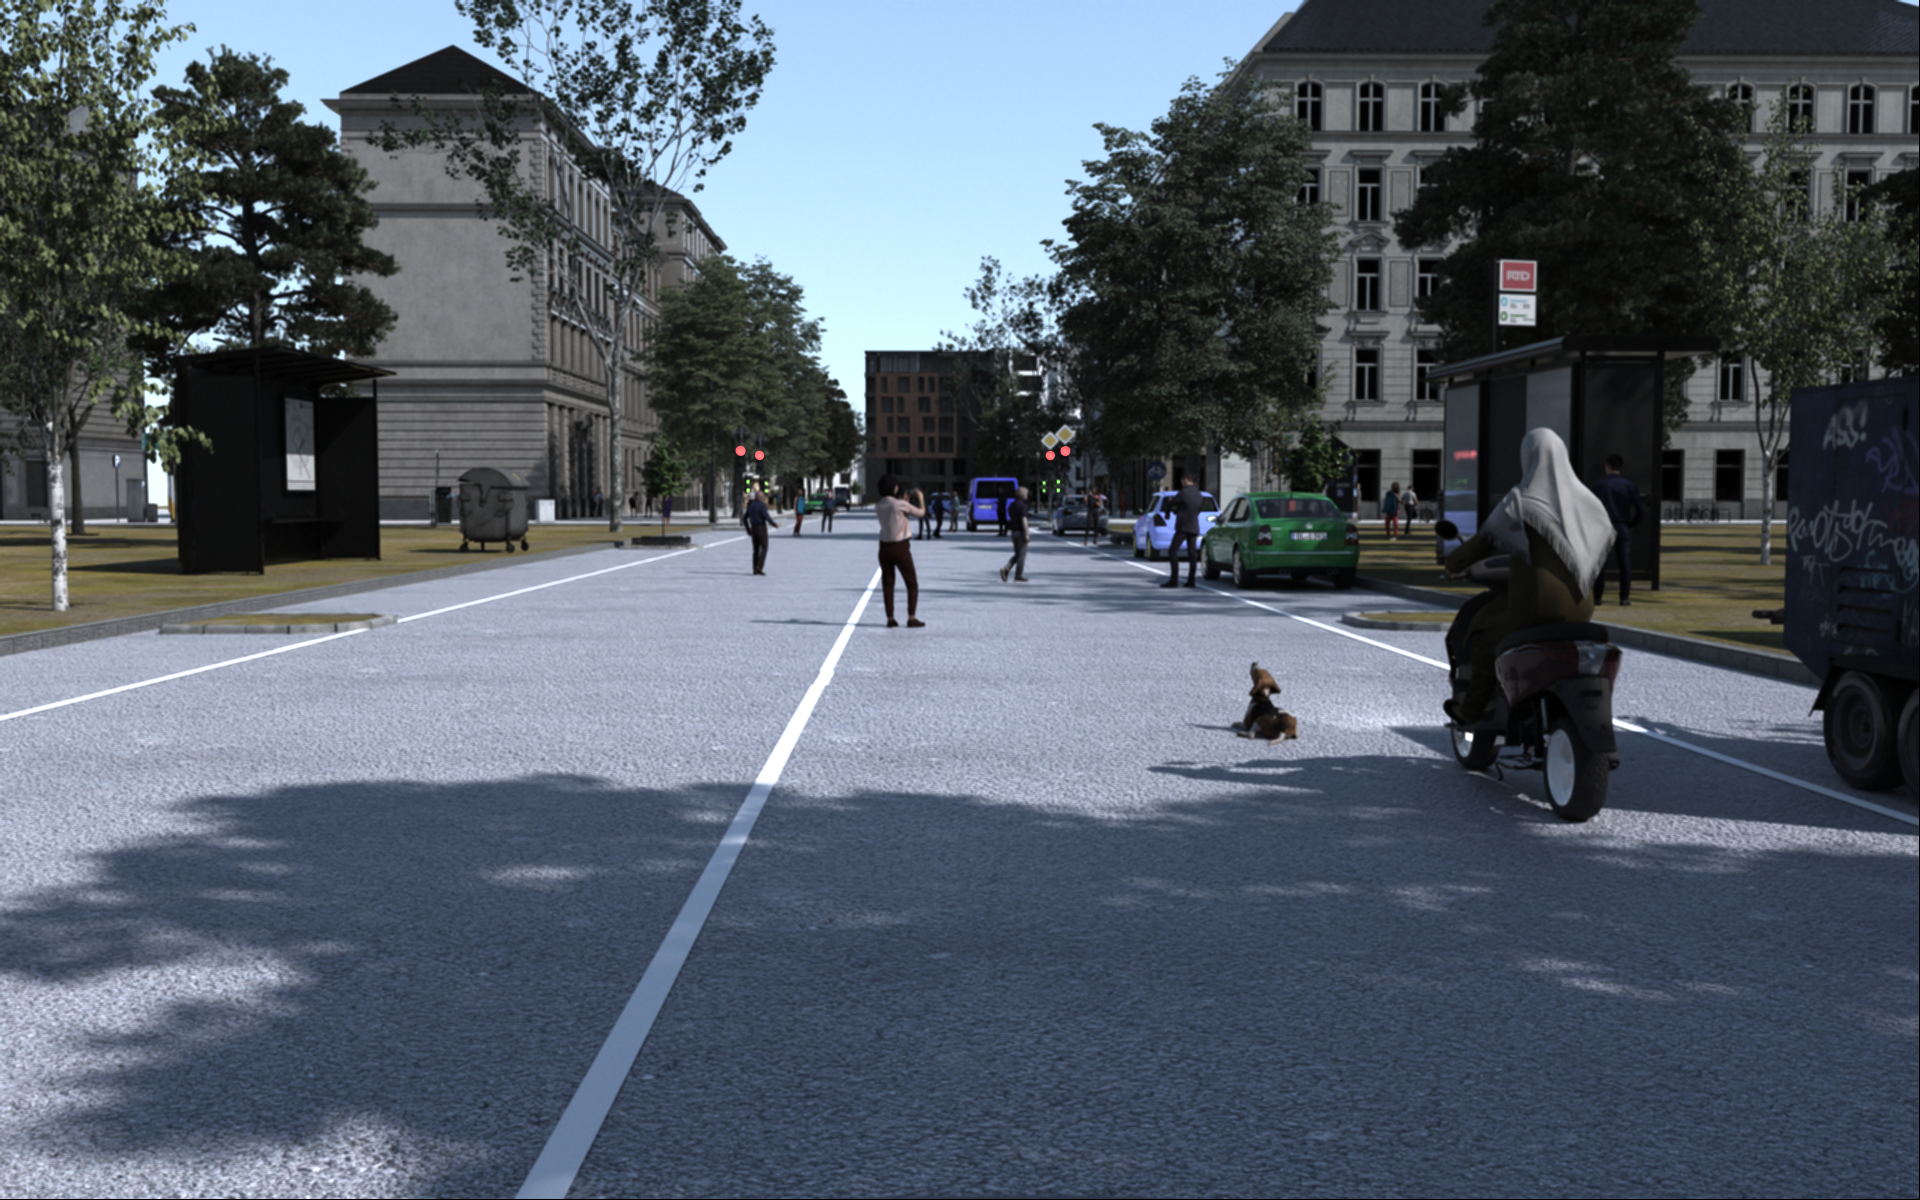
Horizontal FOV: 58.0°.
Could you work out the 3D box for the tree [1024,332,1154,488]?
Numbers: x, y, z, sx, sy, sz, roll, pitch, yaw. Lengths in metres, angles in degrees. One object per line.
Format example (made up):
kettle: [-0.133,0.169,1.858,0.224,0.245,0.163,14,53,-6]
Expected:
tree: [6.958,-9.386,87.868,7.601,10.594,8.767,-3,5,-44]

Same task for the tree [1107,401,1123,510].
tree: [10.744,-10.517,122.320,4.360,8.622,3.978,0,3,0]

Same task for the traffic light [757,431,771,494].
traffic light: [-8.795,-5.334,76.457,0.839,4.213,0.868,0,4,-1]

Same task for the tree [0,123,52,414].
tree: [-25.577,-7.311,41.587,6.751,12.117,7.091,0,3,0]

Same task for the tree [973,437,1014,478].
tree: [3.836,-13.911,177.811,4.737,8.622,4.395,0,3,0]

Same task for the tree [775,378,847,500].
tree: [-13.600,-14.293,155.747,6.751,12.117,7.091,0,3,0]

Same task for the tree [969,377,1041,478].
tree: [4.740,-15.319,168.590,7.486,12.596,7.792,0,3,0]

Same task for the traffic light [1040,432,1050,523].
traffic light: [3.962,-5.352,76.755,0.839,4.213,0.868,0,4,-1]

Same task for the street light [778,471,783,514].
street light: [-11.077,-8.528,111.969,1.470,5.913,1.316,0,4,-1]

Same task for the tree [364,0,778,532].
tree: [-12.950,-12.418,58.917,12.611,20.169,13.585,0,3,0]

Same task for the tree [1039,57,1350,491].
tree: [7.004,-8.913,52.377,9.857,13.997,8.962,0,3,0]

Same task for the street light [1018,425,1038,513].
street light: [4.579,-8.802,116.448,1.470,5.913,1.316,0,4,-1]

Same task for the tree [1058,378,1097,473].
tree: [8.957,-9.065,98.578,4.737,8.622,4.395,0,3,0]

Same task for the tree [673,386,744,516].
tree: [-15.536,-9.468,105.168,4.360,8.622,3.978,0,3,0]

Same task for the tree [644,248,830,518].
tree: [-11.631,-11.286,91.174,9.857,13.997,8.962,0,3,0]

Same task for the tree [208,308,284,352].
tree: [-25.708,-6.858,62.494,4.360,8.622,3.978,0,3,0]

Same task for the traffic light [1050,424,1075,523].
traffic light: [4.139,-4.864,68.772,0.839,4.213,0.868,0,4,-1]

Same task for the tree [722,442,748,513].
tree: [-16.049,-10.299,118.755,4.737,8.622,4.395,0,3,0]

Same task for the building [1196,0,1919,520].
building: [35.887,-19.337,92.577,44.131,29.872,17.030,0,4,-1]

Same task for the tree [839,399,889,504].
tree: [-14.238,-19.041,221.689,12.009,13.543,11.850,0,3,0]

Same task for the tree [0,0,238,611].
tree: [-9.806,-4.173,18.586,4.737,8.622,4.395,0,3,0]

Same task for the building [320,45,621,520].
building: [-25.227,-16.163,93.147,11.050,23.489,19.941,0,4,-1]

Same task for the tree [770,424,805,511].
tree: [-12.994,-10.674,124.890,4.360,8.622,3.978,0,3,0]

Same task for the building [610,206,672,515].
building: [-26.205,-16.994,114.010,11.583,22.565,21.152,0,4,-1]

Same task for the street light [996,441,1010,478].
street light: [3.821,-10.963,151.779,1.470,5.913,1.316,0,4,-1]

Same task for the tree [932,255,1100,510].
tree: [4.469,-17.244,137.831,12.611,20.169,13.585,0,3,0]

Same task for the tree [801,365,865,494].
tree: [-13.419,-15.914,167.619,7.806,13.903,7.818,0,3,0]

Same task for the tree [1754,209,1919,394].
tree: [32.613,-8.352,62.316,9.928,11.665,9.643,0,3,0]

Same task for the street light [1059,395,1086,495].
street light: [5.312,-6.637,81.051,1.470,5.913,1.316,0,4,-1]

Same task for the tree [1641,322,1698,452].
tree: [21.664,-8.371,58.925,6.751,12.117,7.091,0,3,0]

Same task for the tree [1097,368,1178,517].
tree: [8.827,-7.809,78.037,4.737,8.622,4.395,0,3,0]

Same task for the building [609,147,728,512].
building: [-25.865,-20.781,137.025,12.463,27.353,25.104,0,4,-1]

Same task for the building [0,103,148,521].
building: [-52.401,-14.591,87.710,18.267,20.994,9.793,0,4,-1]

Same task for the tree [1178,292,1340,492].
tree: [11.233,-6.871,62.699,4.737,8.622,4.395,0,3,0]

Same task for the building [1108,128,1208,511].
building: [23.069,-20.232,135.309,19.350,26.468,34.151,0,4,-1]

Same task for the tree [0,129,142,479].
tree: [-18.290,-5.150,34.558,4.360,8.622,3.978,0,3,0]

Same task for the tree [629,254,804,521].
tree: [-11.669,-10.019,81.935,7.486,12.596,7.792,0,3,0]

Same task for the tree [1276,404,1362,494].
tree: [7.581,-2.622,37.476,1.663,3.219,1.824,0,3,0]

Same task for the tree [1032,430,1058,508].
tree: [8.138,-12.207,149.946,4.737,8.622,4.395,0,3,0]

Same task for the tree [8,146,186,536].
tree: [-27.480,-7.798,53.258,9.928,11.665,9.643,0,3,0]

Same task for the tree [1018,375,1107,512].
tree: [6.409,-9.634,107.873,4.360,8.622,3.978,0,3,0]

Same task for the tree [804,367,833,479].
tree: [-13.503,-13.204,134.011,7.486,12.596,7.792,0,3,0]

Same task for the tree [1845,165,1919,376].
tree: [22.652,-6.996,36.443,6.751,12.117,7.091,0,3,0]

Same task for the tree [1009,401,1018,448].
tree: [5.610,-10.586,123.445,4.360,8.622,3.978,0,3,0]

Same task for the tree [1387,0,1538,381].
tree: [13.539,-8.009,38.366,7.806,13.903,7.818,0,3,0]

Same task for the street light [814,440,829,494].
street light: [-11.864,-10.689,147.299,1.470,5.913,1.316,0,4,-1]

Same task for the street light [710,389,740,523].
street light: [-10.362,-6.347,76.312,1.470,5.913,1.316,0,4,-1]

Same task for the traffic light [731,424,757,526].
traffic light: [-8.619,-4.846,68.474,0.839,4.213,0.868,0,4,-1]

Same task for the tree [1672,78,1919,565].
tree: [14.698,-4.934,31.030,4.737,8.622,4.395,0,3,0]

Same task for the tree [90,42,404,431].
tree: [-16.995,-7.337,42.011,6.751,12.117,7.091,0,3,0]
